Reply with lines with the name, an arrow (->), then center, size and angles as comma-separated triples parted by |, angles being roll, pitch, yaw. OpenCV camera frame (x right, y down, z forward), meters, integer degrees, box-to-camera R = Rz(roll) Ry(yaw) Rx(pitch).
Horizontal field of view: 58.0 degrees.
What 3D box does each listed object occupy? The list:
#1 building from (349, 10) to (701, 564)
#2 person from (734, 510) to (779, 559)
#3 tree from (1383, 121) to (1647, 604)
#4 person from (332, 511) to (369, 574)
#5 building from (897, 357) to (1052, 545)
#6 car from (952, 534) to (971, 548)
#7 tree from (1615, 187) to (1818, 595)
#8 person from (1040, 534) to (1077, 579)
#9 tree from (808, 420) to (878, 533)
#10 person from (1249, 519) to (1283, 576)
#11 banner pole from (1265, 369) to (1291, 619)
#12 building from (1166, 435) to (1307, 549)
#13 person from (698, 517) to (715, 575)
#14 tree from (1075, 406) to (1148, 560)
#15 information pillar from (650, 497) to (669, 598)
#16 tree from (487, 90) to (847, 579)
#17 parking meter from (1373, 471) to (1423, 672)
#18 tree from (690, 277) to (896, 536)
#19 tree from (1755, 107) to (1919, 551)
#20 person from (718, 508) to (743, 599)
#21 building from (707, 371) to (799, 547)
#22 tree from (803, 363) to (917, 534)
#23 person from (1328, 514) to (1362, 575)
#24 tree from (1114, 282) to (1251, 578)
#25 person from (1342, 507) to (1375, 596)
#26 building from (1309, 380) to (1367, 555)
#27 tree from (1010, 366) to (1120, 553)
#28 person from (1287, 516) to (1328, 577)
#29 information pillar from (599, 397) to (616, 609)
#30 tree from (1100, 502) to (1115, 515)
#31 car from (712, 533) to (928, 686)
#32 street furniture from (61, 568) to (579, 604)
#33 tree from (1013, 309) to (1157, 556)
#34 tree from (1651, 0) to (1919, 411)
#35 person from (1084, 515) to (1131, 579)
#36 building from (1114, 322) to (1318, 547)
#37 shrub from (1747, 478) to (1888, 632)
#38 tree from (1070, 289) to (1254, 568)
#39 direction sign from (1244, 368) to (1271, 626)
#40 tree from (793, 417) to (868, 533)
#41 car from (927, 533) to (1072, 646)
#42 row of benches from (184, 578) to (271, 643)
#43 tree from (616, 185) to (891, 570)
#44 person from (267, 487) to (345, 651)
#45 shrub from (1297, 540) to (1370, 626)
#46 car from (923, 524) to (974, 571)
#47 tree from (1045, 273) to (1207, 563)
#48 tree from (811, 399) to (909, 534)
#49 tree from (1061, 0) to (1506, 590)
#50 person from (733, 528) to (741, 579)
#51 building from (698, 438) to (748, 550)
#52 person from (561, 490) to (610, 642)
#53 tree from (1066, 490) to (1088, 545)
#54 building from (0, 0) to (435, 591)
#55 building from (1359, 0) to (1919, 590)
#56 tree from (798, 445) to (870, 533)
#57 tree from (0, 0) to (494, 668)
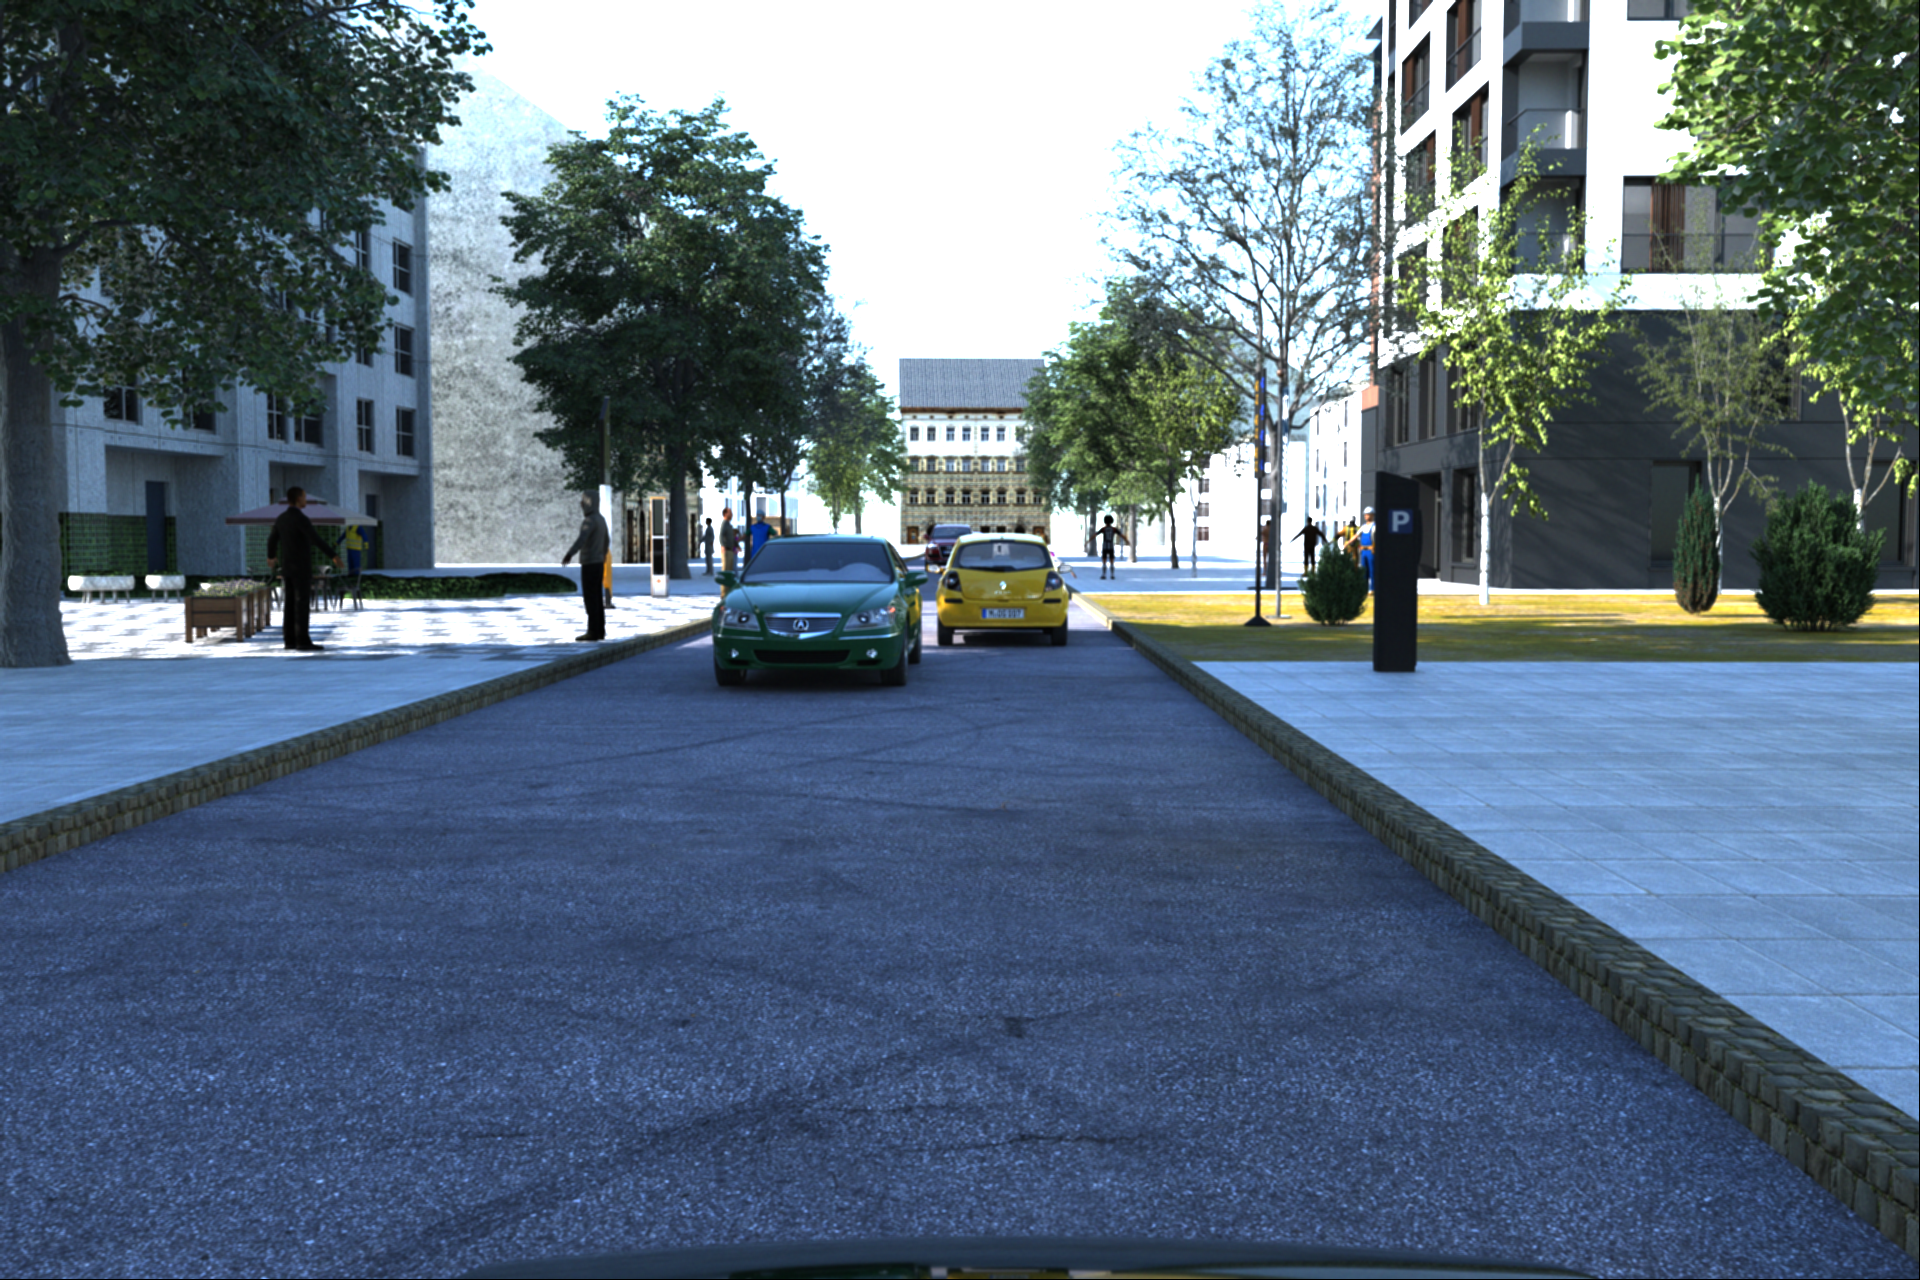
building -> -23.203, -15.352, 81.929 | 19.493, 23.208, 18.063 | 0, 4, 2
person -> -4.427, -1.968, 38.305 | 1.347, 1.817, 0.704 | 1, 4, 15
tree -> 9.825, -4.956, 31.390 | 4.737, 8.622, 4.395 | 0, 3, 0
person -> -14.548, -2.172, 41.477 | 1.349, 1.833, 0.705 | 2, 4, 35
building -> 1.429, -23.303, 214.387 | 18.063, 23.208, 19.493 | 0, 4, -3
car -> 0.774, -2.977, 60.470 | 2.131, 1.459, 4.920 | 0, 4, 1
tree -> 16.227, -5.283, 36.734 | 4.360, 8.622, 3.978 | 0, 3, 0
person -> 1.289, -0.882, 26.152 | 0.991, 1.433, 0.599 | 2, 4, 26
tree -> -7.101, -9.318, 102.709 | 4.737, 8.622, 4.395 | 0, 3, 0
person -> 9.427, -2.844, 53.295 | 1.217, 1.733, 0.721 | -2, 4, -24
banner pole -> 4.865, -2.209, 26.129 | 0.401, 3.779, 0.863 | 0, 4, -1
building -> 24.909, -13.334, 160.165 | 9.099, 9.664, 28.070 | 0, 4, 1
person -> -7.839, -2.918, 53.892 | 0.705, 1.806, 1.347 | -2, 4, -26
tree -> 7.959, -8.320, 86.387 | 4.737, 8.622, 4.395 | 0, 3, 0
information pillar -> -6.044, -1.860, 34.899 | 0.304, 2.012, 0.304 | 0, 4, 3
tree -> -8.113, -8.701, 48.911 | 9.857, 13.997, 8.962 | 0, 3, 0
parking meter -> 4.080, -0.638, 16.143 | 0.399, 1.863, 0.255 | 0, 4, 1
tree -> -7.963, -10.248, 77.926 | 12.009, 13.543, 11.850 | 0, 3, 0
tree -> 15.457, -4.833, 29.387 | 4.737, 8.622, 4.395 | 0, 3, 0
person -> -4.531, -1.690, 33.909 | 0.705, 1.796, 1.348 | 0, 4, 7
building -> -22.694, -19.507, 175.364 | 16.016, 20.090, 11.380 | 0, 4, 1
tree -> -6.707, -12.047, 115.088 | 7.486, 12.596, 7.792 | 0, 3, 0
person -> 11.075, -2.641, 48.956 | 1.354, 1.858, 0.705 | 1, 4, 10
tree -> 6.799, -6.143, 50.800 | 4.737, 8.622, 4.395 | 0, 3, 0
person -> 8.558, -1.861, 36.282 | 0.705, 1.847, 1.347 | -2, 4, -33
building -> 26.011, -9.310, 94.368 | 9.099, 9.664, 28.070 | 0, 4, 1
tree -> 8.528, -12.557, 115.671 | 12.009, 13.543, 11.850 | 0, 3, 0
person -> 10.438, -2.790, 51.761 | 1.346, 1.812, 0.704 | -1, 4, -14
information pillar -> -6.024, -2.330, 29.449 | 0.183, 3.616, 0.504 | 0, 4, 1
tree -> 20.830, -17.144, 214.721 | 7.601, 10.594, 8.767 | 0, 4, 4
car -> -1.368, -0.371, 17.872 | 2.131, 1.459, 4.920 | 0, 4, 1
street furniture -> -12.795, -1.193, 35.128 | 10.072, 0.657, 5.734 | -1, 4, -16
tree -> 7.737, -11.817, 99.867 | 9.857, 13.997, 8.962 | 0, 3, 0
tree -> 6.526, -5.533, 8.598 | 7.486, 12.596, 7.792 | 0, 3, 0
person -> 4.215, -2.639, 49.283 | 1.345, 1.843, 0.704 | 0, 4, -4
building -> 26.500, -21.599, 184.078 | 19.493, 23.208, 18.063 | 0, 4, 1
shrub -> 11.281, -1.127, 22.846 | 1.690, 2.028, 1.600 | 0, 3, 0
tree -> 7.717, -7.955, 64.469 | 7.601, 10.594, 8.767 | 1, 4, 18
direction sign -> 4.164, -1.964, 24.110 | 0.379, 3.537, 0.876 | 0, 4, 1
tree -> -6.665, -8.889, 95.697 | 4.360, 8.622, 3.978 | 0, 3, 0
car -> 0.550, -0.822, 23.666 | 2.015, 1.641, 3.980 | 0, 4, 0
row of benches -> -9.383, -0.420, 22.332 | 1.422, 0.672, 4.104 | -1, 4, -17
tree -> -7.449, -9.221, 61.134 | 12.009, 13.543, 11.850 | 0, 3, 0
person -> -7.306, -0.791, 19.162 | 1.346, 1.802, 0.704 | 3, 4, 36
shrub -> 5.225, -0.802, 24.230 | 1.383, 1.207, 1.383 | 0, 3, 0
car -> -0.298, -3.651, 68.361 | 2.281, 1.827, 5.304 | 0, 4, 1
tree -> 7.573, -9.675, 76.305 | 7.486, 12.596, 7.792 | 0, 3, 0
tree -> -7.276, -12.131, 124.098 | 9.928, 11.665, 9.643 | 0, 3, 0
tree -> 7.309, -7.903, 39.585 | 12.009, 13.543, 11.850 | 0, 3, 0
person -> -5.777, -2.121, 43.940 | 0.599, 1.433, 0.991 | -1, 4, -19
building -> -23.508, -13.049, 155.491 | 9.099, 9.664, 28.070 | 0, 4, 2
person -> -4.445, -0.898, 20.811 | 0.705, 1.813, 1.348 | 0, 4, 7
tree -> 14.572, -15.851, 209.529 | 4.737, 8.622, 4.395 | 0, 3, 0
building -> -28.066, -11.070, 47.459 | 16.747, 18.905, 31.486 | 0, 4, 2
building -> 26.914, -12.930, 55.382 | 27.936, 21.610, 32.646 | 0, 4, 1
tree -> -15.980, -18.346, 210.320 | 12.009, 13.543, 11.850 | 0, 3, 0
tree -> -9.174, -6.717, 16.472 | 9.857, 13.997, 8.962 | 0, 3, 0
